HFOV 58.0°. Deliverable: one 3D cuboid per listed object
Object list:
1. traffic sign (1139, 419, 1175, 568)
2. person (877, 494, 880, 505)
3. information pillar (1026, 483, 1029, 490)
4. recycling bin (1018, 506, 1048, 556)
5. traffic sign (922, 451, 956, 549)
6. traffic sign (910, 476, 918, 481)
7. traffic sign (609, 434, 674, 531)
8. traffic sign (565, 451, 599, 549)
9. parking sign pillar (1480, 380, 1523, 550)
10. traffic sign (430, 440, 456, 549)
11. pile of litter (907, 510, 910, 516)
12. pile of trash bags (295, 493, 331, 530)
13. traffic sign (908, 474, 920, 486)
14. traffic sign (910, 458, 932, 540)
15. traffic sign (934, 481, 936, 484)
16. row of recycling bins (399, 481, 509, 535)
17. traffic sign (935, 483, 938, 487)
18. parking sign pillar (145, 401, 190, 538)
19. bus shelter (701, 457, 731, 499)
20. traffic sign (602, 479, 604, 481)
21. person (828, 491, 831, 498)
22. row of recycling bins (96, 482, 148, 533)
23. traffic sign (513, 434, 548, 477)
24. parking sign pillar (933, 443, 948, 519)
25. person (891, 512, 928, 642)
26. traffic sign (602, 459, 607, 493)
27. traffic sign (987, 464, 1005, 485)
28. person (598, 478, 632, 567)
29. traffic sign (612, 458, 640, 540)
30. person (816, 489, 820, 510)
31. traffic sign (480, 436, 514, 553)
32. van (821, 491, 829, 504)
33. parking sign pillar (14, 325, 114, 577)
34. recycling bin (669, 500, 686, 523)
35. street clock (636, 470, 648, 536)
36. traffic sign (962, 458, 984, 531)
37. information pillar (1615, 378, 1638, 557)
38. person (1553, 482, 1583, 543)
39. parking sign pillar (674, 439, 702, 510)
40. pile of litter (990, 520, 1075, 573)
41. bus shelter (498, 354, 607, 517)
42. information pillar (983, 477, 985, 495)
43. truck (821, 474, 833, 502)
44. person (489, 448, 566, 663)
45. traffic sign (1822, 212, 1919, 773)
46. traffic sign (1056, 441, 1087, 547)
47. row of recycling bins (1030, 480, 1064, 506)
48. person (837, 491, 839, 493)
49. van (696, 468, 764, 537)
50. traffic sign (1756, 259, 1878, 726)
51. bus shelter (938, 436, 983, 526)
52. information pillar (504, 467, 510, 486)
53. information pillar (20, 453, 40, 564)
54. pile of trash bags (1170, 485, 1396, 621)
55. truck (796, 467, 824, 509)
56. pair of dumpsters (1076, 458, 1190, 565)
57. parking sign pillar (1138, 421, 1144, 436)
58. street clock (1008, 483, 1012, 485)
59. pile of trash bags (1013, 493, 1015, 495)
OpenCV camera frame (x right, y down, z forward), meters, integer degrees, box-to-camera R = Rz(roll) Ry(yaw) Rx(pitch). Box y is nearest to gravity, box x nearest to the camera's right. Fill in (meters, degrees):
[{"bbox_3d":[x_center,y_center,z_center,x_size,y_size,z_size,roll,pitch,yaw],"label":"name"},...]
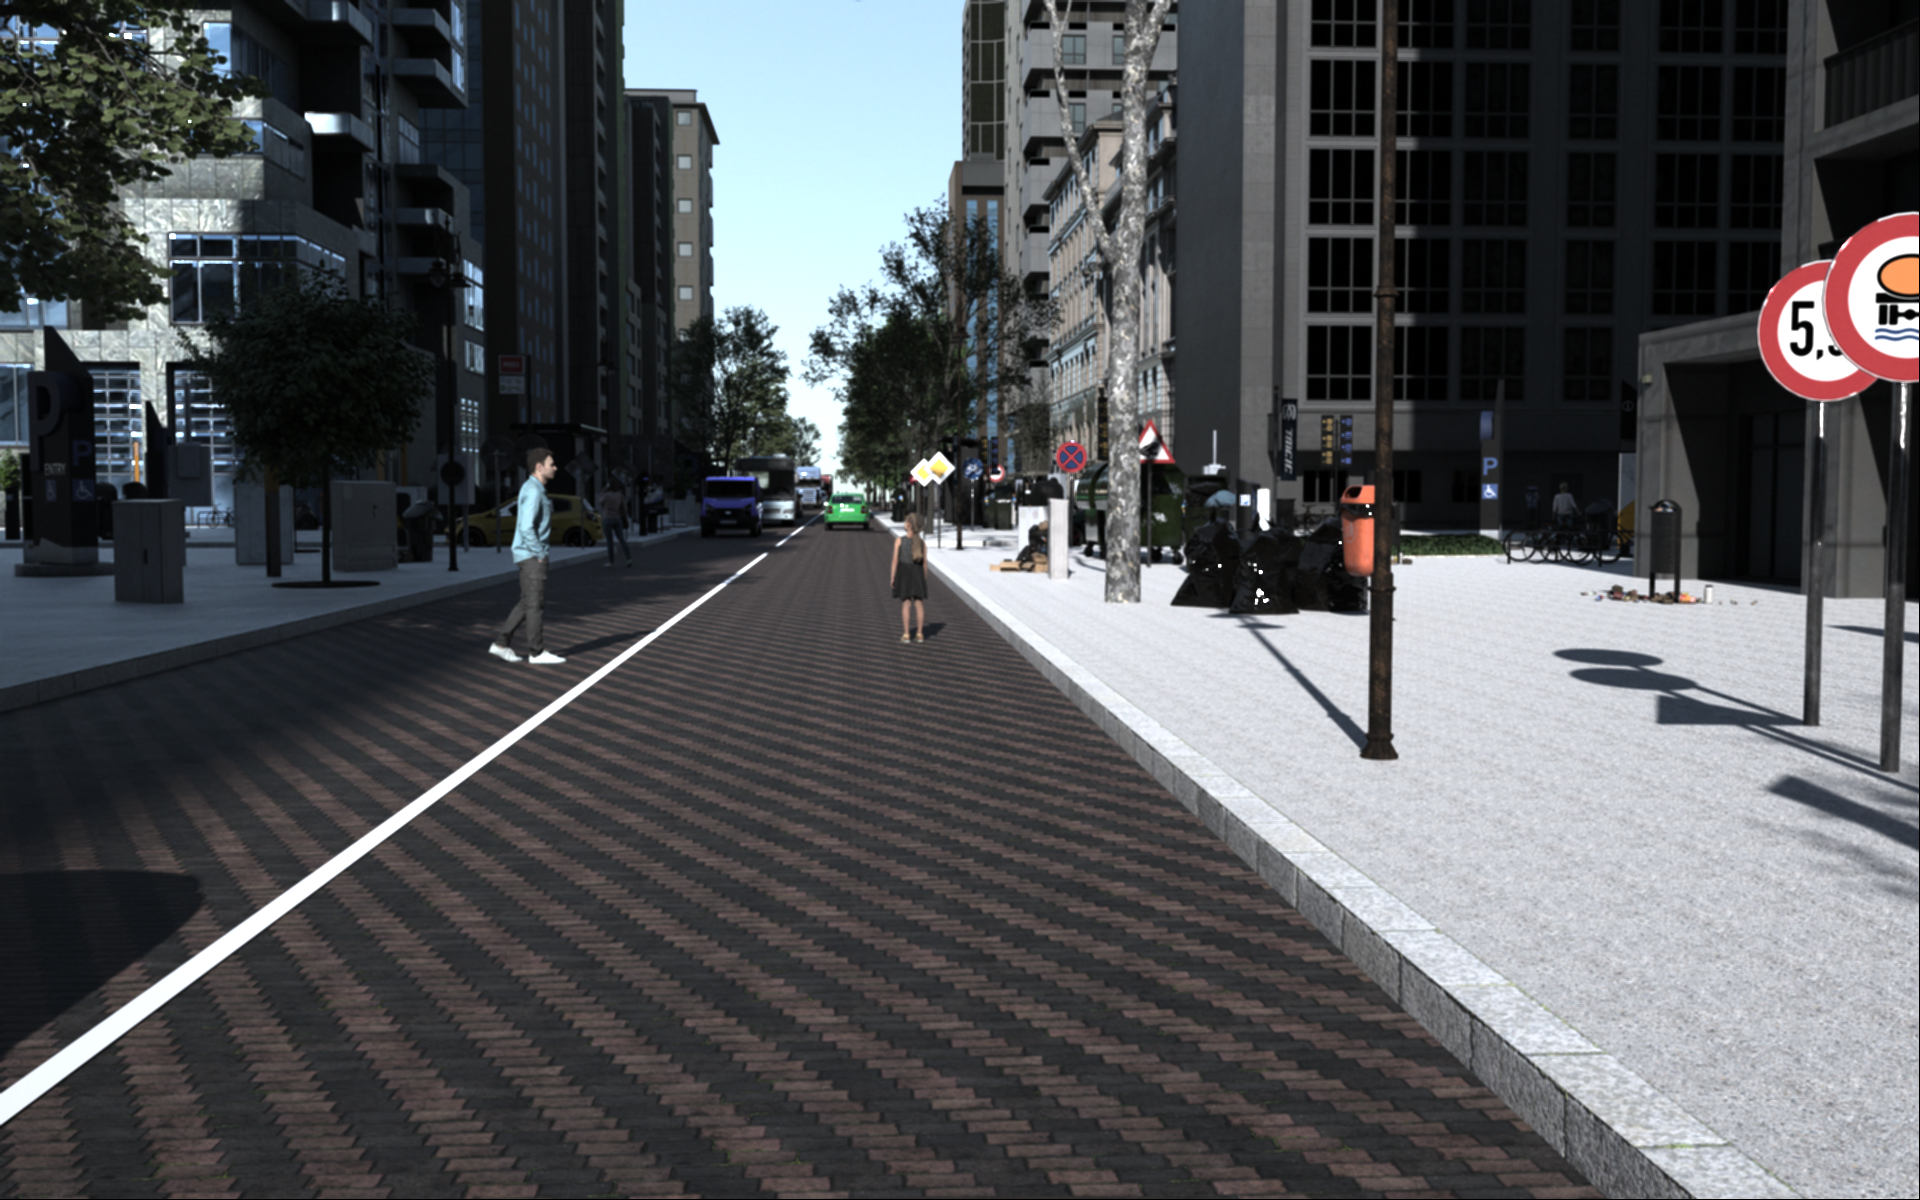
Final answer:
[{"bbox_3d":[3.293,-1.841,30.104,0.884,2.594,0.081,0,4,-3],"label":"traffic sign"},{"bbox_3d":[-9.564,-11.798,204.624,0.599,1.433,0.991,2,4,33],"label":"person"},{"bbox_3d":[4.501,-6.954,118.195,0.304,2.012,0.304,2,4,25],"label":"information pillar"},{"bbox_3d":[1.676,-1.402,35.471,0.722,1.027,0.722,-3,5,-41],"label":"recycling bin"},{"bbox_3d":[-0.492,-2.268,40.724,0.795,2.450,0.064,0,4,-4],"label":"traffic sign"},{"bbox_3d":[-1.621,-4.361,71.312,0.884,2.594,0.081,0,4,1],"label":"traffic sign"},{"bbox_3d":[-10.903,-3.995,59.189,2.265,3.308,0.079,0,4,5],"label":"traffic sign"},{"bbox_3d":[-8.770,-2.237,40.212,0.795,2.450,0.064,0,4,-4],"label":"traffic sign"},{"bbox_3d":[12.384,-3.170,40.302,1.447,3.967,1.447,1,4,21],"label":"parking sign pillar"},{"bbox_3d":[-11.964,-2.483,40.595,0.884,2.594,0.081,0,4,-3],"label":"traffic sign"},{"bbox_3d":[-3.213,-4.990,95.547,1.719,0.858,1.176,2,4,31],"label":"pile of litter"},{"bbox_3d":[-23.196,-3.249,62.874,1.912,1.369,3.447,-1,4,-14],"label":"pile of trash bags"},{"bbox_3d":[-2.767,-6.411,104.926,0.768,2.556,0.104,0,4,-1],"label":"traffic sign"},{"bbox_3d":[-1.007,-2.755,48.693,0.795,2.450,0.064,0,4,-4],"label":"traffic sign"},{"bbox_3d":[-1.484,-5.633,92.198,0.768,2.556,0.104,0,4,-2],"label":"traffic sign"},{"bbox_3d":[-16.086,-2.937,55.139,3.534,1.692,1.069,-3,4,-36],"label":"row of recycling bins"},{"bbox_3d":[-1.659,-6.529,108.878,0.606,2.300,0.079,0,4,0],"label":"traffic sign"},{"bbox_3d":[-23.447,-3.816,50.857,1.447,3.967,1.447,-1,4,-9],"label":"parking sign pillar"},{"bbox_3d":[-15.966,-7.446,113.031,1.731,3.624,6.357,0,4,-4],"label":"bus shelter"},{"bbox_3d":[-14.161,-4.168,68.246,0.768,2.556,0.104,0,4,3],"label":"traffic sign"},{"bbox_3d":[-17.460,-13.741,233.121,0.705,1.831,1.348,-3,5,-40],"label":"person"},{"bbox_3d":[-28.724,-3.071,57.326,3.534,1.692,1.069,-1,4,-9],"label":"row of recycling bins"},{"bbox_3d":[-9.155,-2.254,36.952,0.768,2.556,0.104,0,4,2],"label":"traffic sign"},{"bbox_3d":[-0.812,-6.248,90.631,1.447,3.967,1.447,-1,4,-13],"label":"parking sign pillar"},{"bbox_3d":[-0.493,-0.226,16.863,0.362,1.253,0.373,-1,4,-13],"label":"person"},{"bbox_3d":[-12.808,-3.844,62.947,0.768,2.556,0.104,0,4,6],"label":"traffic sign"},{"bbox_3d":[1.493,-4.434,72.599,0.768,2.556,0.104,0,4,4],"label":"traffic sign"},{"bbox_3d":[-6.742,-1.526,34.042,0.593,1.750,0.643,-3,5,-40],"label":"person"},{"bbox_3d":[-9.285,-2.724,48.181,0.795,2.450,0.064,0,4,-4],"label":"traffic sign"},{"bbox_3d":[-13.004,-9.171,158.079,0.705,1.869,1.348,-1,4,-11],"label":"person"},{"bbox_3d":[-10.074,-2.303,37.760,0.768,2.556,0.104,0,3,0],"label":"traffic sign"},{"bbox_3d":[-17.007,-12.469,210.882,2.013,2.044,4.112,0,4,-4],"label":"van"},{"bbox_3d":[-14.155,-2.376,27.316,1.447,3.967,1.447,3,4,38],"label":"parking sign pillar"},{"bbox_3d":[-12.482,-3.926,76.744,0.722,1.027,0.722,-1,4,-22],"label":"recycling bin"},{"bbox_3d":[-9.742,-2.974,53.189,0.358,2.002,0.471,1,4,9],"label":"street clock"},{"bbox_3d":[0.441,-3.702,60.635,0.768,2.556,0.104,0,4,-3],"label":"traffic sign"},{"bbox_3d":[13.571,-2.671,35.022,0.504,3.616,0.183,2,4,26],"label":"information pillar"},{"bbox_3d":[15.805,-2.192,45.008,0.731,1.740,0.598,1,4,14],"label":"person"},{"bbox_3d":[-13.280,-5.880,84.603,1.447,3.967,1.447,-2,4,-26],"label":"parking sign pillar"},{"bbox_3d":[1.187,-0.903,28.736,1.176,0.858,1.719,-1,4,-23],"label":"pile of litter"},{"bbox_3d":[-12.362,-4.589,52.658,2.179,5.291,8.768,0,4,-4],"label":"bus shelter"},{"bbox_3d":[0.937,-4.302,74.825,0.304,2.012,0.304,0,4,4],"label":"information pillar"},{"bbox_3d":[-19.643,-15.866,248.315,2.839,4.237,11.283,0,4,-2],"label":"truck"},{"bbox_3d":[-3.687,-0.378,14.706,0.620,1.820,0.660,-1,4,-21],"label":"person"},{"bbox_3d":[4.299,-0.479,7.932,0.768,2.556,0.104,0,4,4],"label":"traffic sign"},{"bbox_3d":[2.692,-2.553,41.854,0.768,2.556,0.104,0,4,6],"label":"traffic sign"},{"bbox_3d":[2.604,-2.755,52.154,1.069,1.692,3.534,0,4,2],"label":"row of recycling bins"},{"bbox_3d":[-15.527,-12.978,220.672,0.705,1.826,1.348,-1,4,-22],"label":"person"},{"bbox_3d":[-7.773,-3.347,59.104,2.240,2.365,5.245,0,4,-4],"label":"van"},{"bbox_3d":[4.719,-0.576,9.524,0.768,2.556,0.104,0,4,0],"label":"traffic sign"},{"bbox_3d":[-0.015,-4.993,72.922,1.731,3.624,6.357,0,4,-4],"label":"bus shelter"},{"bbox_3d":[-22.511,-5.799,86.176,0.183,3.616,0.504,1,4,12],"label":"information pillar"},{"bbox_3d":[-16.649,-1.631,31.157,0.304,2.012,0.304,0,4,3],"label":"information pillar"},{"bbox_3d":[3.717,-0.558,18.883,1.912,1.369,3.447,-1,4,-17],"label":"pile of trash bags"},{"bbox_3d":[-15.266,-11.356,175.431,2.967,4.110,18.799,0,4,-4],"label":"truck"},{"bbox_3d":[3.281,-1.878,33.204,1.574,2.255,4.437,0,4,-4],"label":"pair of dumpsters"},{"bbox_3d":[6.552,-4.536,62.639,1.447,3.967,1.447,-2,4,-24],"label":"parking sign pillar"},{"bbox_3d":[3.108,-6.426,109.642,0.358,2.002,0.471,-1,4,-23],"label":"street clock"},{"bbox_3d":[2.358,-6.858,121.886,3.447,1.369,1.912,0,4,3],"label":"pile of trash bags"}]
